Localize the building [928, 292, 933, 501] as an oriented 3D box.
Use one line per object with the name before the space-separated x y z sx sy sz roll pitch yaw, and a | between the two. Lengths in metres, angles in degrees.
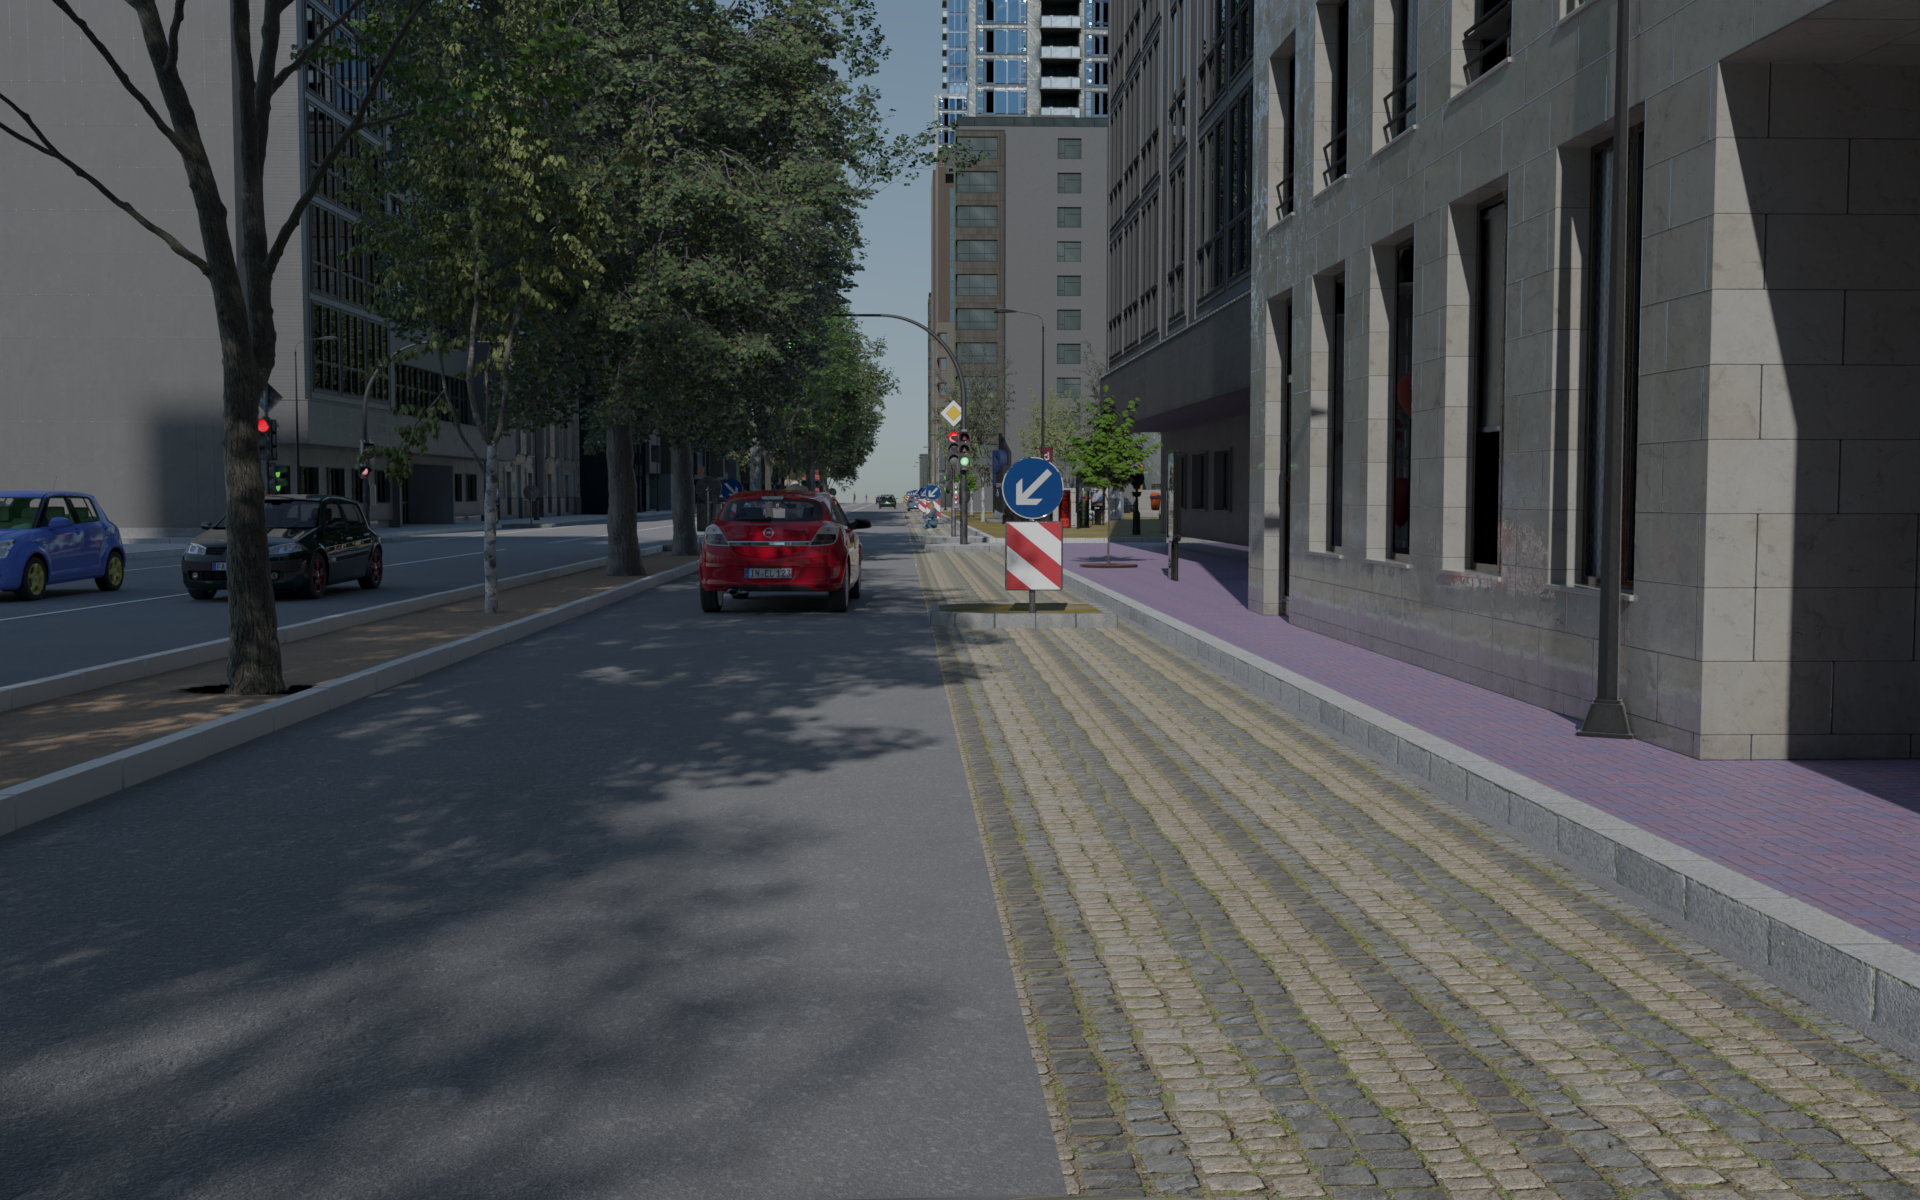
building | 2.380 -29.121 247.823 14.160 30.474 14.107 0 4 -2

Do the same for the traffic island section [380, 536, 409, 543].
traffic island section | -17.602 -1.780 51.376 2.009 0.180 2.903 0 4 -2

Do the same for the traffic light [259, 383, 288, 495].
traffic light | -17.279 -3.324 43.262 0.839 4.253 0.868 0 4 -2

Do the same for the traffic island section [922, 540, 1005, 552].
traffic island section | 0.111 -1.329 44.005 2.009 0.180 2.903 0 4 -2

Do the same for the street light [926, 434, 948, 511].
street light | -1.678 -9.907 134.519 1.470 5.913 1.316 0 4 -2

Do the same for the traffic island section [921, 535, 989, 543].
traffic island section | -0.171 -1.817 51.985 2.009 0.180 2.903 0 4 -2

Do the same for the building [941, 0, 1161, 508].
building | 9.476 -51.636 156.921 22.319 86.520 31.000 0 4 -2

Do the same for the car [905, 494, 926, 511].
car | -3.530 -8.040 143.451 2.014 1.417 4.499 0 4 -3

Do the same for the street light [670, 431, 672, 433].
street light | -21.760 -9.483 127.590 1.470 5.913 1.316 0 4 -2

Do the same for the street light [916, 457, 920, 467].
street light | -4.095 -14.107 203.190 1.470 5.913 1.316 0 4 -2

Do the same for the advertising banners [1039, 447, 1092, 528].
advertising banners | 3.941 -4.198 64.829 2.074 3.025 0.090 -1 4 -14

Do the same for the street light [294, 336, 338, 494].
street light | -18.998 -4.804 51.083 1.470 5.913 1.316 0 4 -2

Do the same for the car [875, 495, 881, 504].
car | -11.325 -14.523 250.024 1.945 1.354 3.894 0 4 -3

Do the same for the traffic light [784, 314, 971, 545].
traffic light | -2.017 -4.221 43.675 4.771 5.953 1.251 0 4 -2

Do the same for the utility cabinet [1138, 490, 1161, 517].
utility cabinet | 10.242 -5.237 94.311 0.318 1.500 1.173 -3 5 -41

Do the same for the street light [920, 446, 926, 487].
street light | -2.898 -12.012 168.932 1.470 5.913 1.316 0 4 -2

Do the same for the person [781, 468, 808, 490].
person | -2.998 -1.434 31.308 0.474 1.900 0.648 2 4 28

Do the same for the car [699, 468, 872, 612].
car | -2.247 -0.820 22.448 2.155 1.783 4.494 0 3 0

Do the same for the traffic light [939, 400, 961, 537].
traffic light | -0.212 -3.850 51.870 0.839 4.253 0.868 0 4 -2

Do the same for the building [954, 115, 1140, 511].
building | 6.466 -22.281 136.000 14.160 30.474 14.107 0 4 -2

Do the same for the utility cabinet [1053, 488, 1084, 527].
utility cabinet | 4.113 -3.494 65.799 1.173 1.500 0.318 0 4 2

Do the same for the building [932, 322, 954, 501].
building | 11.057 -21.062 189.403 27.650 21.520 28.899 0 4 -2

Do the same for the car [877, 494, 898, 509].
car | -7.095 -9.768 169.500 2.009 1.686 4.222 0 4 -2

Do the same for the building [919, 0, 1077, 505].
building | 4.931 -58.521 269.485 22.319 86.520 31.000 0 4 -2

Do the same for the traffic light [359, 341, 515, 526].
traffic light | -15.474 -4.690 51.351 4.771 5.953 1.251 0 4 -2

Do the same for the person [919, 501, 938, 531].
person | -1.202 -3.276 67.564 0.738 1.151 1.012 0 4 -4

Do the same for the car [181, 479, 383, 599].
car | -9.627 -0.919 24.806 2.009 1.686 4.222 0 4 -2

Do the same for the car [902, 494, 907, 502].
car | -7.918 -15.704 266.982 2.015 1.641 3.980 0 4 -3

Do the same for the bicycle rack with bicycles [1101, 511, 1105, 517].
bicycle rack with bicycles | 7.032 -4.986 94.900 2.852 0.926 2.925 -2 4 -35

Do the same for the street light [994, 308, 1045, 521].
street light | 1.542 -4.340 43.494 1.470 5.913 1.316 0 4 -2

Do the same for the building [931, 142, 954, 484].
building | 3.964 -34.794 218.987 14.600 45.320 14.200 0 4 -2

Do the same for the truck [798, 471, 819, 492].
truck | -14.786 -11.400 175.308 2.839 4.237 11.283 0 4 -3

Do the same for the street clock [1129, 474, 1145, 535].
street clock | 5.550 -3.049 54.428 0.358 2.002 0.471 -3 5 -39

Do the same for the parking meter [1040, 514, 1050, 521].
parking meter | 2.747 -3.072 55.938 0.255 1.863 0.399 0 4 -5

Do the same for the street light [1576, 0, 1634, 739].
street light | 2.907 -2.232 9.037 1.470 5.913 1.316 0 4 -2

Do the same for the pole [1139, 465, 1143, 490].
pole | 10.624 -6.599 101.739 0.158 3.312 0.155 0 3 0

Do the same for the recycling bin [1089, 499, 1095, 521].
recycling bin | 6.146 -4.320 83.188 0.722 1.027 0.722 1 4 13

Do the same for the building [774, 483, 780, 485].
building | -38.031 -36.611 253.212 22.147 44.769 28.867 0 4 -2

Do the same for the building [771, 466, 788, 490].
building | -34.881 -30.806 275.379 14.160 30.474 14.107 0 4 -2

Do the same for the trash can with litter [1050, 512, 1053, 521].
trash can with litter | 3.587 -3.409 67.120 1.055 1.170 0.624 0 4 -3

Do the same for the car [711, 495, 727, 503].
car | -10.365 -4.011 77.577 2.014 1.417 4.499 0 4 -1

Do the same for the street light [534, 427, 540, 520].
street light | -20.263 -6.876 84.968 1.470 5.913 1.316 0 4 -2

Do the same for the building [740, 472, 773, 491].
building | -36.874 -34.827 224.045 22.147 44.769 28.867 0 4 -2

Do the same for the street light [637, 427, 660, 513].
street light | -21.468 -8.949 118.855 1.470 5.913 1.316 0 4 -2

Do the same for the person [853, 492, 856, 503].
person | -16.451 -16.068 271.740 0.617 1.759 0.750 -3 5 -40

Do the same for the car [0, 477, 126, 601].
car | -13.263 -0.899 24.289 1.945 1.707 3.694 0 4 -2
